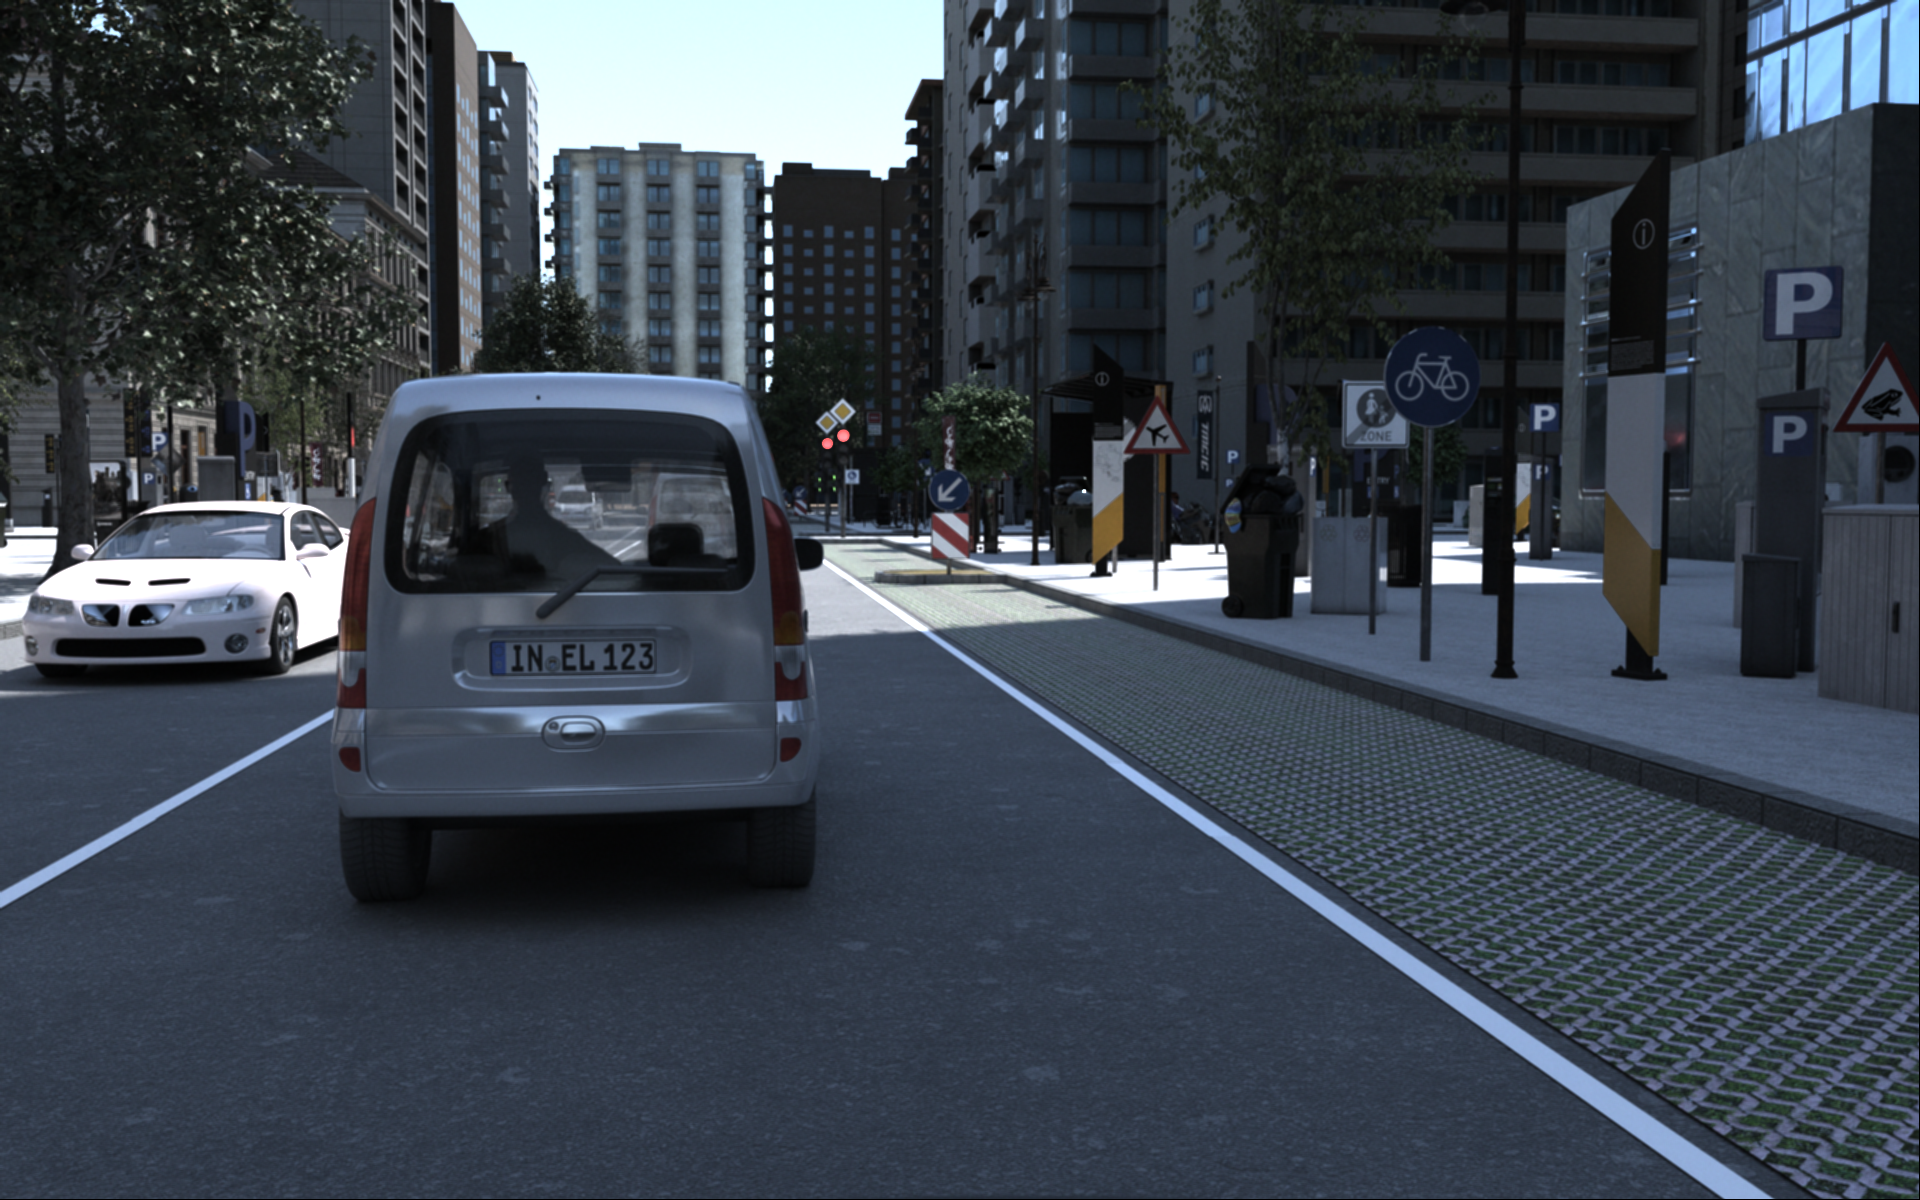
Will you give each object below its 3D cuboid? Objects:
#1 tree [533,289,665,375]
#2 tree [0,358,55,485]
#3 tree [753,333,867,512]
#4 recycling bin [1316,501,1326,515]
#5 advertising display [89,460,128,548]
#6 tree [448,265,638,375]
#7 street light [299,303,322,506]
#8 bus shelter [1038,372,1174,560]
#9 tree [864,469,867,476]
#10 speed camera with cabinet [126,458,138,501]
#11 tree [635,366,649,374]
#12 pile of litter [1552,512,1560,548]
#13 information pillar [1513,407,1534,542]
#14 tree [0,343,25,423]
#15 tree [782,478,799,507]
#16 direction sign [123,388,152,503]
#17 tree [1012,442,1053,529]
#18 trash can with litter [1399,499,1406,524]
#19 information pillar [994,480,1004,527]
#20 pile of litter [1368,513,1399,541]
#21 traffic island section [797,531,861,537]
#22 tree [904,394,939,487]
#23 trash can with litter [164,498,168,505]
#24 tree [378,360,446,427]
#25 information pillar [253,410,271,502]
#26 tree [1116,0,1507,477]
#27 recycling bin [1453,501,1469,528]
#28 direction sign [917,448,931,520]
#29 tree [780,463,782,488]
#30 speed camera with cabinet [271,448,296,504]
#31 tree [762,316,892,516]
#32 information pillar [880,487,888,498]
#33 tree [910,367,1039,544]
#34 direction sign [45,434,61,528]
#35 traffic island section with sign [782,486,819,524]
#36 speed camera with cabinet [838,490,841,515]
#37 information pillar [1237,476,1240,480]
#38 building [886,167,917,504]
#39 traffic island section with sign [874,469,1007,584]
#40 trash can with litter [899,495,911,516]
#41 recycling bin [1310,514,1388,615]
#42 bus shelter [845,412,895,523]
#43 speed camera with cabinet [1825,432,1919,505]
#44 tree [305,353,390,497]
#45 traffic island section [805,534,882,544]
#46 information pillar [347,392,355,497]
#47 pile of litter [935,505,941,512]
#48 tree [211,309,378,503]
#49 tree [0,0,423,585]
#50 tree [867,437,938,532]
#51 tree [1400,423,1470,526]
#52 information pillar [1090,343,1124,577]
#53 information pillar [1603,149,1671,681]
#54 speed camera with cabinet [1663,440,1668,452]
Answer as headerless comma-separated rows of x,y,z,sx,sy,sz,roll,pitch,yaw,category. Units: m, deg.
-22.261,-11.800,103.296,12.009,13.543,11.850,0,3,0,tree
-25.484,-5.793,45.073,4.360,8.622,3.978,0,3,0,tree
-10.746,-12.526,121.813,9.611,12.733,9.660,0,3,0,tree
13.457,-3.250,65.698,0.722,1.027,0.722,0,4,1,recycling bin
-16.330,-1.705,33.087,0.974,1.923,0.123,1,4,19,advertising display
-20.912,-10.391,86.904,9.611,12.733,9.660,0,3,0,tree
-12.616,-3.696,33.219,0.468,5.910,1.993,0,4,-8,street light
2.946,-2.769,36.550,1.731,3.624,6.357,0,4,-8,bus shelter
-2.489,-4.252,64.127,1.663,3.219,1.824,0,3,0,tree
-33.299,-4.495,67.829,2.038,3.252,0.660,0,4,0,speed camera with cabinet
-32.390,-16.268,172.634,9.857,13.997,8.962,0,3,0,tree
14.595,-1.691,41.618,1.176,0.858,1.719,0,4,3,pile of litter
15.147,-3.372,46.487,0.183,3.616,0.504,-2,4,-32,information pillar
-21.403,-5.299,37.005,4.737,8.622,4.395,0,3,0,tree
-17.352,-11.187,177.502,1.663,3.219,1.824,0,3,0,tree
-17.508,-2.749,36.941,0.876,3.537,0.379,2,4,30,direction sign
3.005,-4.248,64.050,1.663,3.219,1.824,0,3,0,tree
19.094,-3.861,74.509,1.055,1.170,0.624,3,5,44,trash can with litter
1.516,-3.830,67.110,0.304,2.012,0.304,2,4,34,information pillar
9.876,-1.603,40.178,1.176,0.858,1.719,3,5,43,pile of litter
-4.472,-2.229,58.729,2.009,0.180,2.903,0,4,-8,traffic island section
-2.340,-10.881,128.269,4.737,8.622,4.395,0,3,0,tree
-25.944,-2.718,55.834,1.055,1.170,0.624,-2,4,-27,trash can with litter
-29.964,-8.850,95.059,4.737,8.622,4.395,0,3,0,tree
-19.574,-3.497,48.533,0.504,3.616,0.183,-2,4,-26,information pillar
4.019,-4.265,20.092,4.737,8.622,4.395,0,3,0,tree
19.232,-3.269,66.002,0.722,1.027,0.722,2,4,26,recycling bin
-1.821,-5.759,86.153,0.876,3.537,0.379,-3,4,-38,direction sign
-20.470,-15.992,195.876,7.601,10.594,8.767,-1,4,-16,tree
-27.489,-4.709,71.334,2.038,3.252,0.660,2,4,33,speed camera with cabinet
-7.906,-10.809,102.478,9.928,11.665,9.643,0,3,0,tree
-3.836,-5.053,87.115,0.304,2.012,0.304,2,4,35,information pillar
0.393,-3.750,45.026,4.285,4.588,4.351,0,3,0,tree
-34.247,-4.510,65.733,0.876,3.537,0.379,0,4,3,direction sign
-7.854,-4.592,83.712,1.989,1.847,2.006,0,4,-8,traffic island section with sign
-7.380,-7.006,108.879,0.660,3.252,2.038,0,4,-4,speed camera with cabinet
11.153,-3.970,69.393,0.304,2.012,0.304,2,4,34,information pillar
-4.178,-36.117,240.618,14.200,45.320,14.600,0,4,-8,building
-0.371,-1.200,28.242,1.989,1.847,2.006,0,4,-8,traffic island section with sign
-3.085,-5.677,103.882,1.678,1.210,2.233,3,4,37,trash can with litter
4.208,-0.377,18.717,0.722,1.027,0.722,1,4,21,recycling bin
-4.548,-6.396,82.199,2.179,5.291,8.768,0,4,-8,bus shelter
13.232,-1.940,26.050,2.038,3.252,0.660,0,4,8,speed camera with cabinet
-29.414,-8.108,82.930,4.360,8.622,3.978,0,3,0,tree
-3.405,-1.745,50.815,2.009,0.180,2.903,0,4,-8,traffic island section
-14.067,-2.978,40.043,0.183,3.616,0.504,-1,4,-12,information pillar
-0.745,-4.183,82.355,1.176,0.858,1.719,2,4,34,pile of litter
-24.395,-6.840,62.196,4.737,8.622,4.395,0,3,0,tree
-12.704,-6.581,24.605,9.611,12.733,9.660,0,3,0,tree
-1.841,-3.906,58.468,1.663,3.219,1.824,0,3,0,tree
18.862,-5.259,69.699,4.285,4.588,4.351,0,3,0,tree
2.284,-2.172,26.867,0.504,3.616,0.183,0,4,8,information pillar
4.710,-1.266,12.056,0.183,3.616,0.504,-1,4,-21,information pillar
21.911,-3.622,53.563,0.660,3.252,2.038,2,4,27,speed camera with cabinet
